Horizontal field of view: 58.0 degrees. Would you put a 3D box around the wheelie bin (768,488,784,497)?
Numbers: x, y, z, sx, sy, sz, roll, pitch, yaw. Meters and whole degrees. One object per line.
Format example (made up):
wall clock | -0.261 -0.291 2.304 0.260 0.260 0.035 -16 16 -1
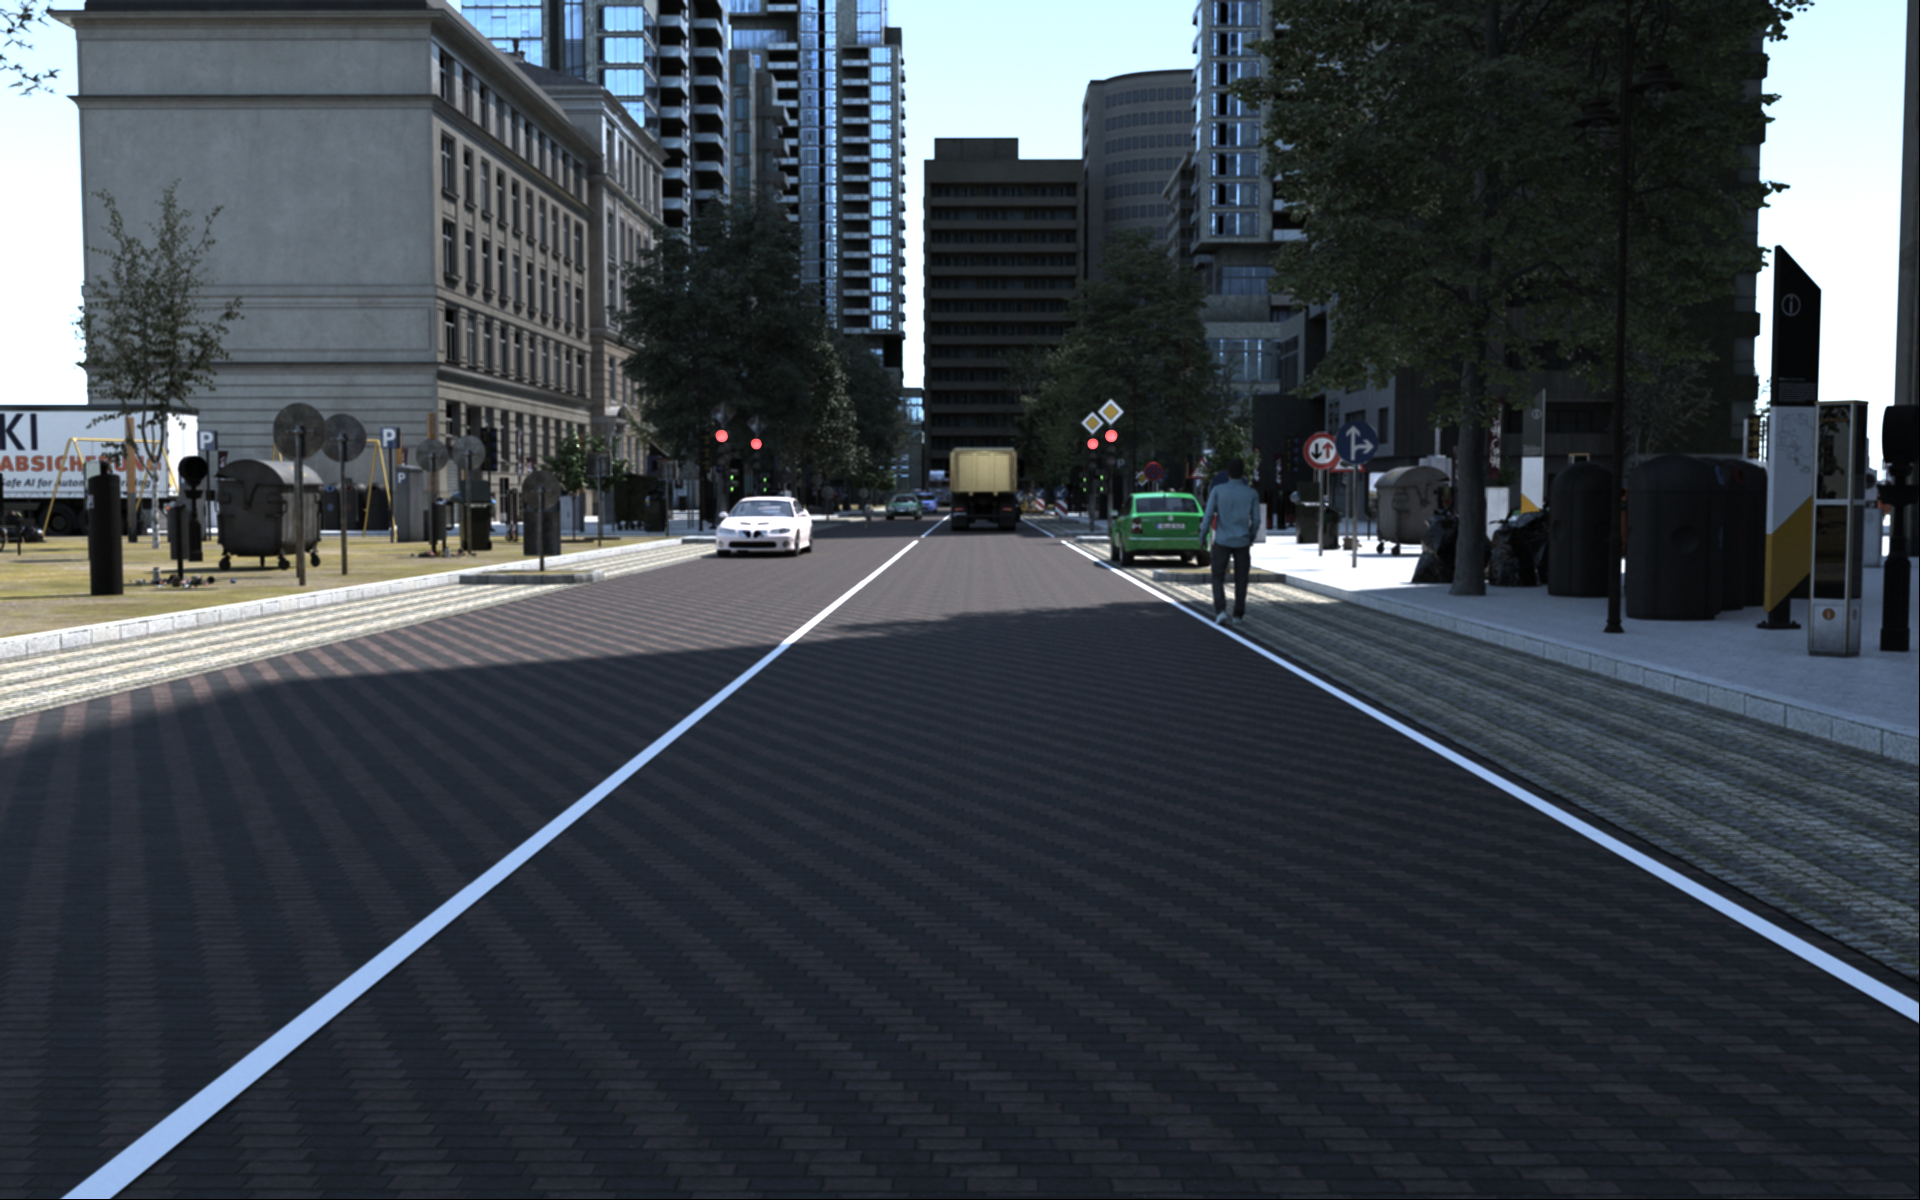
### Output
wheelie bin | -9.687 -5.075 90.878 0.980 1.594 0.693 -2 4 -27

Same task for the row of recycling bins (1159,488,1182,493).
row of recycling bins | 14.990 -7.333 127.007 3.534 1.692 1.069 2 4 25

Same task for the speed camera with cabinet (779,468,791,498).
speed camera with cabinet | -13.032 -8.008 125.260 0.660 3.252 2.038 2 4 32

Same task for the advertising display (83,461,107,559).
advertising display | -16.815 -1.743 33.718 0.123 1.923 0.974 -3 5 -44

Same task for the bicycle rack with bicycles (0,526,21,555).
bicycle rack with bicycles | -20.811 -1.344 35.350 2.852 0.926 2.925 0 4 4

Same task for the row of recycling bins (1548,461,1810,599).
row of recycling bins | 9.207 -0.885 21.581 3.534 1.692 1.069 0 4 8

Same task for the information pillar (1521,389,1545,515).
information pillar | 12.852 -2.904 38.831 0.504 3.616 0.183 3 5 42

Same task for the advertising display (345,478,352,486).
advertising display | -24.534 -3.927 69.427 0.123 1.923 0.974 0 4 -5

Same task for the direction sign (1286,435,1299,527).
direction sign | 12.870 -4.596 67.149 0.379 3.537 0.876 -1 4 -21

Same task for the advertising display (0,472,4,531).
advertising display | -28.285 -2.772 50.538 0.974 1.923 0.123 2 4 26

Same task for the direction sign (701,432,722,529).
direction sign | -9.032 -4.363 63.328 0.876 3.537 0.379 -1 4 -15

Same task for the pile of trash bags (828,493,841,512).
pile of trash bags | -9.431 -7.023 124.574 1.912 1.369 3.447 1 4 18

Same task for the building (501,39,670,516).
building | -26.702 -19.816 109.899 13.634 28.700 20.117 0 4 1

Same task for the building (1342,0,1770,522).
building | 24.915 -18.564 75.217 14.107 30.474 14.160 0 4 1

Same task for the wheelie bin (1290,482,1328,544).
wheelie bin | 9.051 -2.273 45.076 0.980 1.594 0.693 0 4 -4

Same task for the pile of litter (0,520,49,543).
pile of litter | -25.034 -1.941 45.696 1.719 0.858 1.176 -1 4 -22

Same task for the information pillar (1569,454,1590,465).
information pillar | 11.249 -1.653 31.525 0.304 2.012 0.304 0 4 8

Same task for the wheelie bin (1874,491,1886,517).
wheelie bin | 52.472 -5.561 98.824 0.693 1.594 0.980 1 4 18

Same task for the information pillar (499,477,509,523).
information pillar | -19.890 -4.351 75.635 0.304 2.012 0.304 3 4 37

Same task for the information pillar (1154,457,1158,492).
information pillar | 12.499 -7.285 110.466 0.183 3.616 0.504 3 4 37

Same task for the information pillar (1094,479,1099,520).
information pillar | 6.585 -4.896 84.540 0.304 2.012 0.304 -3 5 -41

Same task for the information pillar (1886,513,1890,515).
information pillar | 62.089 -6.798 115.633 0.304 2.012 0.304 3 5 42

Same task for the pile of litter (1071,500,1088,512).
pile of litter | 8.343 -6.645 122.618 1.719 0.858 1.176 0 4 3

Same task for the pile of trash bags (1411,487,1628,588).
pile of trash bags | 8.101 -0.908 24.591 1.912 1.369 3.447 -3 4 -39

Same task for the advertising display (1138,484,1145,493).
advertising display | 9.403 -5.207 90.341 0.123 1.923 0.974 -1 4 -22

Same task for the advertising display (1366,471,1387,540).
advertising display | 11.878 -2.645 48.461 0.974 1.923 0.123 0 4 3

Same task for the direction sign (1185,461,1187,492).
direction sign | 14.177 -7.145 108.815 0.379 3.537 0.876 1 4 14

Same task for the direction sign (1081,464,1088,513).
direction sign | 8.780 -7.816 119.781 0.876 3.537 0.379 2 4 32

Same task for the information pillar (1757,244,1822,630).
information pillar | 7.887 -1.533 16.424 0.504 3.616 0.183 -1 4 -14

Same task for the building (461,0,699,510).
building | -30.778 -51.133 148.697 22.319 86.520 31.000 0 4 1

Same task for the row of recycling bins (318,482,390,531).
row of recycling bins | -21.815 -3.328 61.520 3.534 1.692 1.069 1 4 18

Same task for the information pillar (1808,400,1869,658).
information pillar | 6.947 -0.563 13.702 0.304 2.012 0.304 -3 5 -44

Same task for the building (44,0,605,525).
building | -28.584 -15.399 85.050 16.112 22.955 30.059 0 4 1

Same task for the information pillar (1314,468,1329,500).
information pillar | 10.055 -2.676 48.241 0.304 2.012 0.304 -1 4 -15

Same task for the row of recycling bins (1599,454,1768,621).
row of recycling bins | 8.062 -0.725 18.964 1.069 1.692 3.534 2 4 35

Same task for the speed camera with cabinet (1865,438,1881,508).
speed camera with cabinet | 31.140 -4.075 60.963 2.038 3.252 0.660 2 4 27

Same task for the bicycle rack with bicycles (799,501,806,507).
bicycle rack with bicycles | -12.371 -7.219 131.413 2.925 0.926 2.852 -3 5 -44

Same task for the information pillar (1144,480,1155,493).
information pillar | 9.506 -5.067 87.329 0.304 2.012 0.304 -2 4 -35

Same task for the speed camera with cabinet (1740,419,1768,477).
speed camera with cabinet | 20.330 -3.103 45.071 2.038 3.252 0.660 -3 5 -44

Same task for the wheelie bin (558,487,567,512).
wheelie bin | -17.270 -4.091 74.791 0.693 1.594 0.980 -3 4 -39

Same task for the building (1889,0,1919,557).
building | 29.975 -24.493 24.159 21.300 48.544 21.600 0 4 1

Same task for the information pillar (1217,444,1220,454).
information pillar | 10.321 -4.684 67.932 0.504 3.616 0.183 0 4 -2

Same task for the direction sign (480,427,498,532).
direction sign | -16.121 -4.118 59.328 0.379 3.537 0.876 1 4 22

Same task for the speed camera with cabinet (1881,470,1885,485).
speed camera with cabinet | 60.378 -7.362 114.706 0.660 3.252 2.038 -2 4 -23

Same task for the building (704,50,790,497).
building | -34.105 -34.741 187.628 30.456 49.044 23.786 0 4 1

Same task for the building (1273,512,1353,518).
building | 29.986 -48.428 104.461 22.319 86.520 31.000 0 4 1

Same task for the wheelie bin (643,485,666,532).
wheelie bin | -10.288 -3.101 58.615 0.693 1.594 0.980 1 4 12

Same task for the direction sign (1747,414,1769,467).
direction sign | 22.844 -3.507 49.330 0.876 3.537 0.379 0 4 4

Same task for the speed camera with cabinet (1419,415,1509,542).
speed camera with cabinet | 12.178 -2.908 41.876 2.038 3.252 0.660 0 4 2

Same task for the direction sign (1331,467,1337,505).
direction sign | 16.101 -5.050 74.568 0.379 3.537 0.876 0 4 -4

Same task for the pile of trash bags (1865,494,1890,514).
pile of trash bags | 36.890 -3.747 71.009 3.447 1.369 1.912 -2 4 -24

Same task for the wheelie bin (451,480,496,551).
wheelie bin | -11.076 -1.925 39.384 0.980 1.594 0.693 -2 4 -29
